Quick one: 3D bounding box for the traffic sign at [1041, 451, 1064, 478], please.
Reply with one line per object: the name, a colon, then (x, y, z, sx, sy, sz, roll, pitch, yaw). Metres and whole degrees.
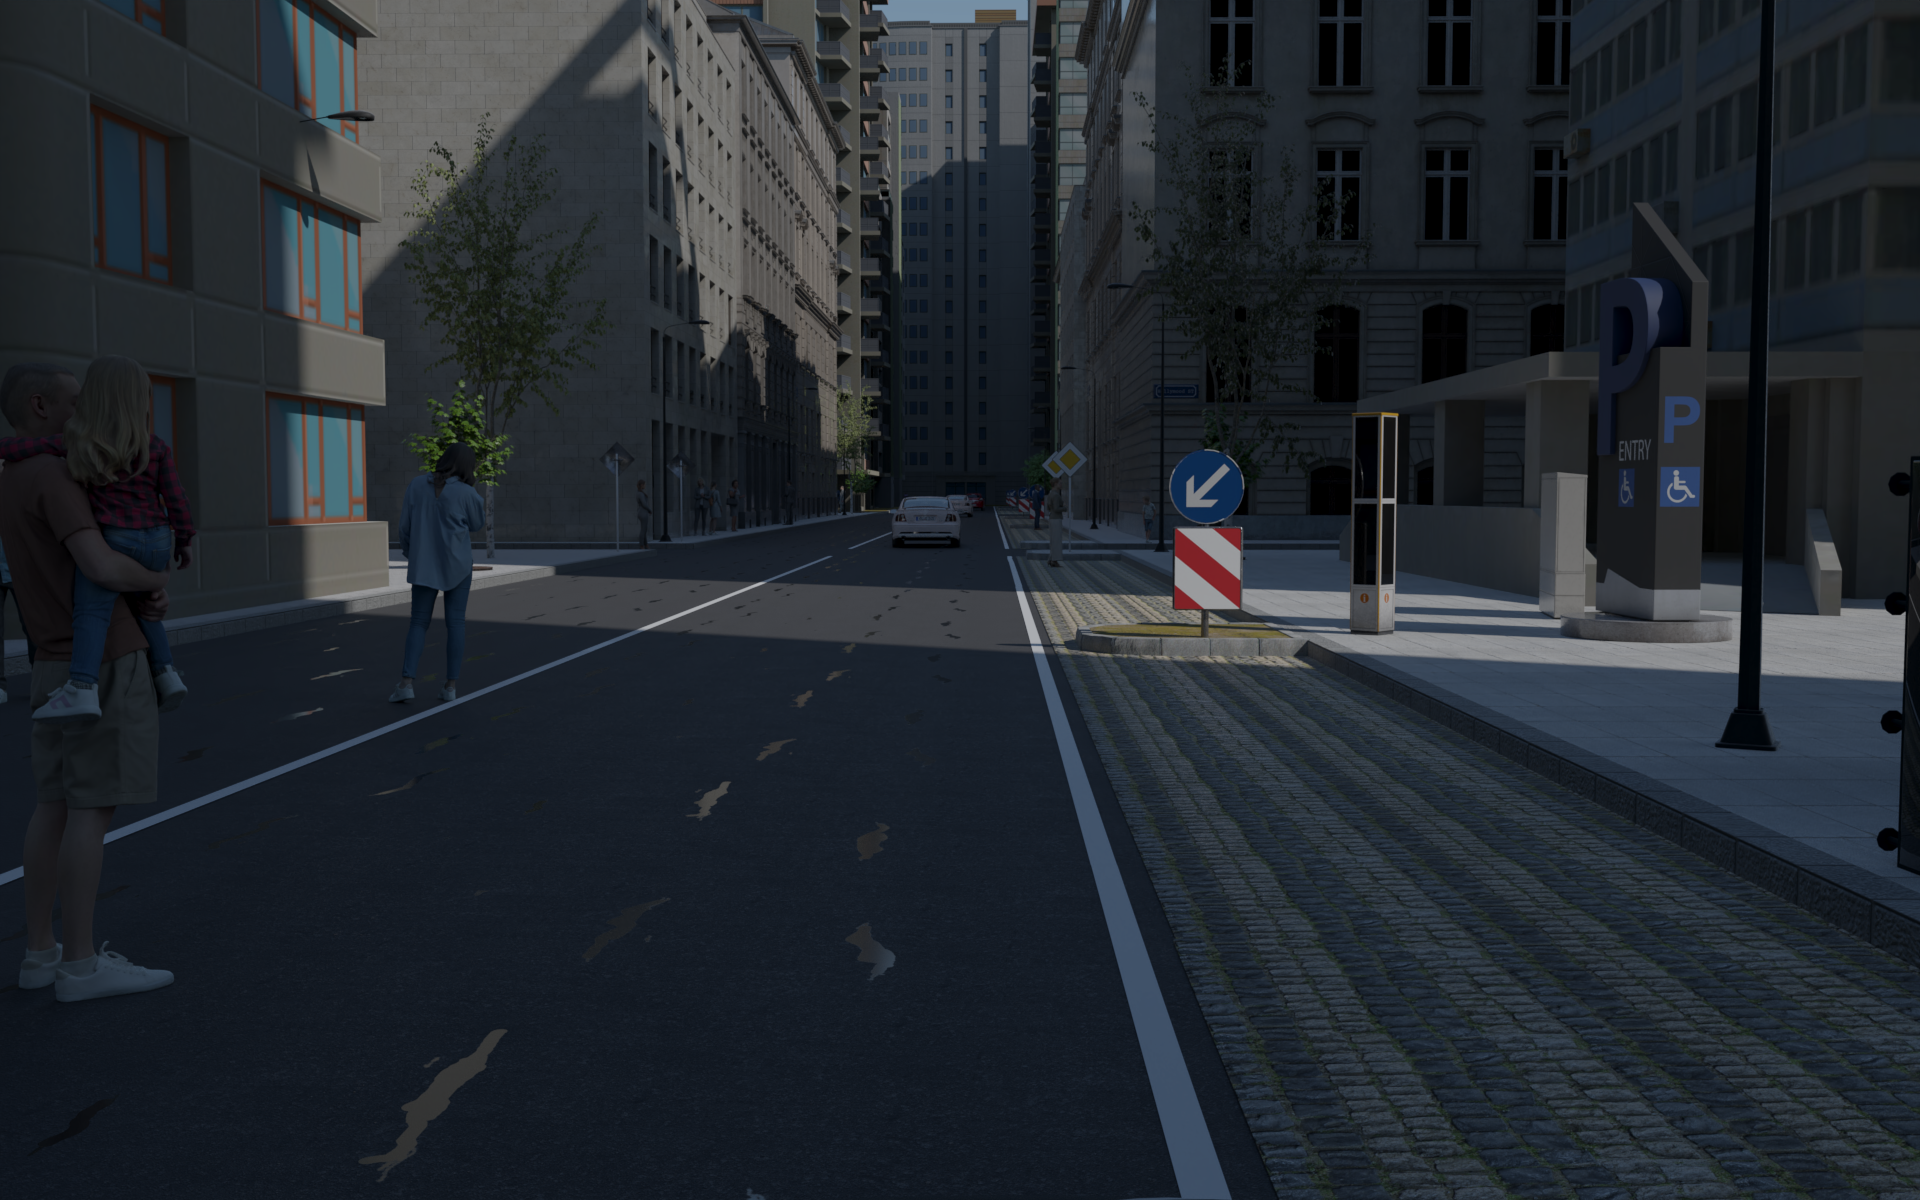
traffic sign: (2.592, -2.700, 46.336, 0.795, 2.593, 0.064, 0, 4, 1)

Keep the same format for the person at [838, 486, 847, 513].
person: (-7.871, -6.675, 115.284, 0.767, 1.812, 0.694, -2, 4, -24)

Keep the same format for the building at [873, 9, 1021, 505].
building: (-5.149, -41.165, 215.040, 28.212, 58.520, 21.231, 0, 4, 1)

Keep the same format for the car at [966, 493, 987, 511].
car: (1.209, -8.615, 149.894, 2.155, 1.783, 4.494, 0, 4, 3)

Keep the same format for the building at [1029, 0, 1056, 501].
building: (17.402, -30.518, 153.586, 22.147, 44.769, 28.867, 0, 4, 1)

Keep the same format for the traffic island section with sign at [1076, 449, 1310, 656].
traffic island section with sign: (2.098, -0.460, 16.154, 1.989, 1.847, 2.006, 0, 4, 1)

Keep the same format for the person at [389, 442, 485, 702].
person: (-3.624, -0.198, 11.997, 0.793, 1.790, 0.793, -3, 5, -40)

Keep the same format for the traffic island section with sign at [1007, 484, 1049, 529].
traffic island section with sign: (3.073, -3.888, 72.197, 1.989, 1.847, 2.006, 0, 4, 1)

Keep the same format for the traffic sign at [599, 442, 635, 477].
traffic sign: (-7.639, -2.224, 38.547, 0.795, 2.593, 0.064, 0, 4, 1)

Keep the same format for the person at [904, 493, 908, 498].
person: (-5.592, -10.405, 179.401, 0.421, 1.427, 0.697, 0, 4, -3)

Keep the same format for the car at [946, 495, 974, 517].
car: (-0.149, -5.854, 108.076, 2.083, 1.381, 4.827, 0, 4, 2)

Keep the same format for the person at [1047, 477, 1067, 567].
person: (1.900, -1.507, 33.683, 0.362, 1.759, 0.519, -1, 4, -13)

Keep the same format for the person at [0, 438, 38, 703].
person: (-6.537, -0.210, 11.951, 0.660, 1.820, 0.620, -1, 4, -18)

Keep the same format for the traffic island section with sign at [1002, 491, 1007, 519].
traffic island section with sign: (3.543, -5.557, 99.480, 1.989, 1.847, 2.006, 0, 4, 1)

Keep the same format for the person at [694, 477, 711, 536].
person: (-7.924, -2.877, 53.273, 0.537, 1.800, 0.526, 0, 4, -2)

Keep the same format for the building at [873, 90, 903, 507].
building: (-13.116, -29.825, 171.232, 14.154, 41.232, 14.086, 0, 4, 1)

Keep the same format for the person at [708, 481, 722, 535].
person: (-7.680, -2.873, 54.026, 0.512, 1.701, 0.522, 2, 4, 26)

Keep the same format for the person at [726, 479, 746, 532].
person: (-7.703, -3.238, 59.342, 0.532, 1.782, 0.716, 2, 4, 31)

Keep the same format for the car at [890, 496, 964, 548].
car: (-0.917, -2.169, 47.821, 2.083, 1.381, 4.827, 0, 4, 0)

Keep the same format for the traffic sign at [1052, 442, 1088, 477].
traffic sign: (2.453, -2.212, 38.352, 0.795, 2.593, 0.064, 0, 4, 1)

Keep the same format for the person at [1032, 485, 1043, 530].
person: (3.064, -3.673, 68.728, 0.419, 1.800, 0.721, 0, 4, -6)

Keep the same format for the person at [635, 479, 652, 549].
person: (-7.618, -2.038, 42.092, 0.573, 1.790, 0.520, -3, 4, -38)

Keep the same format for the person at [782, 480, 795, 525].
person: (-7.170, -4.048, 72.033, 0.447, 1.846, 0.655, 2, 4, 25)

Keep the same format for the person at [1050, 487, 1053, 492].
person: (5.769, -6.197, 107.586, 0.478, 1.798, 0.641, -1, 4, -15)

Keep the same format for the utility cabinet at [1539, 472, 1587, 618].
utility cabinet: (6.334, -0.581, 18.177, 0.318, 1.500, 1.173, 1, 4, 11)

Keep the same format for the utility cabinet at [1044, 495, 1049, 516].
utility cabinet: (5.034, -5.464, 100.499, 0.306, 1.237, 1.020, 0, 4, 3)

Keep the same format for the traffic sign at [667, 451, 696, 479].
traffic sign: (-7.500, -2.712, 46.531, 0.795, 2.593, 0.064, 0, 4, 1)

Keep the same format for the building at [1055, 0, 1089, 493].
building: (14.262, -27.444, 132.309, 14.154, 41.232, 14.086, 0, 4, 1)

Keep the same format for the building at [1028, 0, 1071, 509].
building: (17.548, -39.133, 181.828, 21.231, 58.520, 28.212, 0, 4, 1)

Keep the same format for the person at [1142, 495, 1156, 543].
person: (4.964, -2.127, 45.500, 0.352, 1.250, 0.332, -3, 4, -36)

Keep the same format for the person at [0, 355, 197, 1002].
person: (-2.519, 0.212, 5.014, 0.580, 1.828, 0.573, 0, 4, -2)

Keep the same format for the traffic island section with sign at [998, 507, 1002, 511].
traffic island section with sign: (4.401, -8.556, 148.511, 1.989, 1.847, 2.006, 0, 4, 1)

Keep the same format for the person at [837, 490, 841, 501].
person: (-7.824, -6.236, 108.176, 0.721, 1.800, 0.419, 0, 4, 4)
